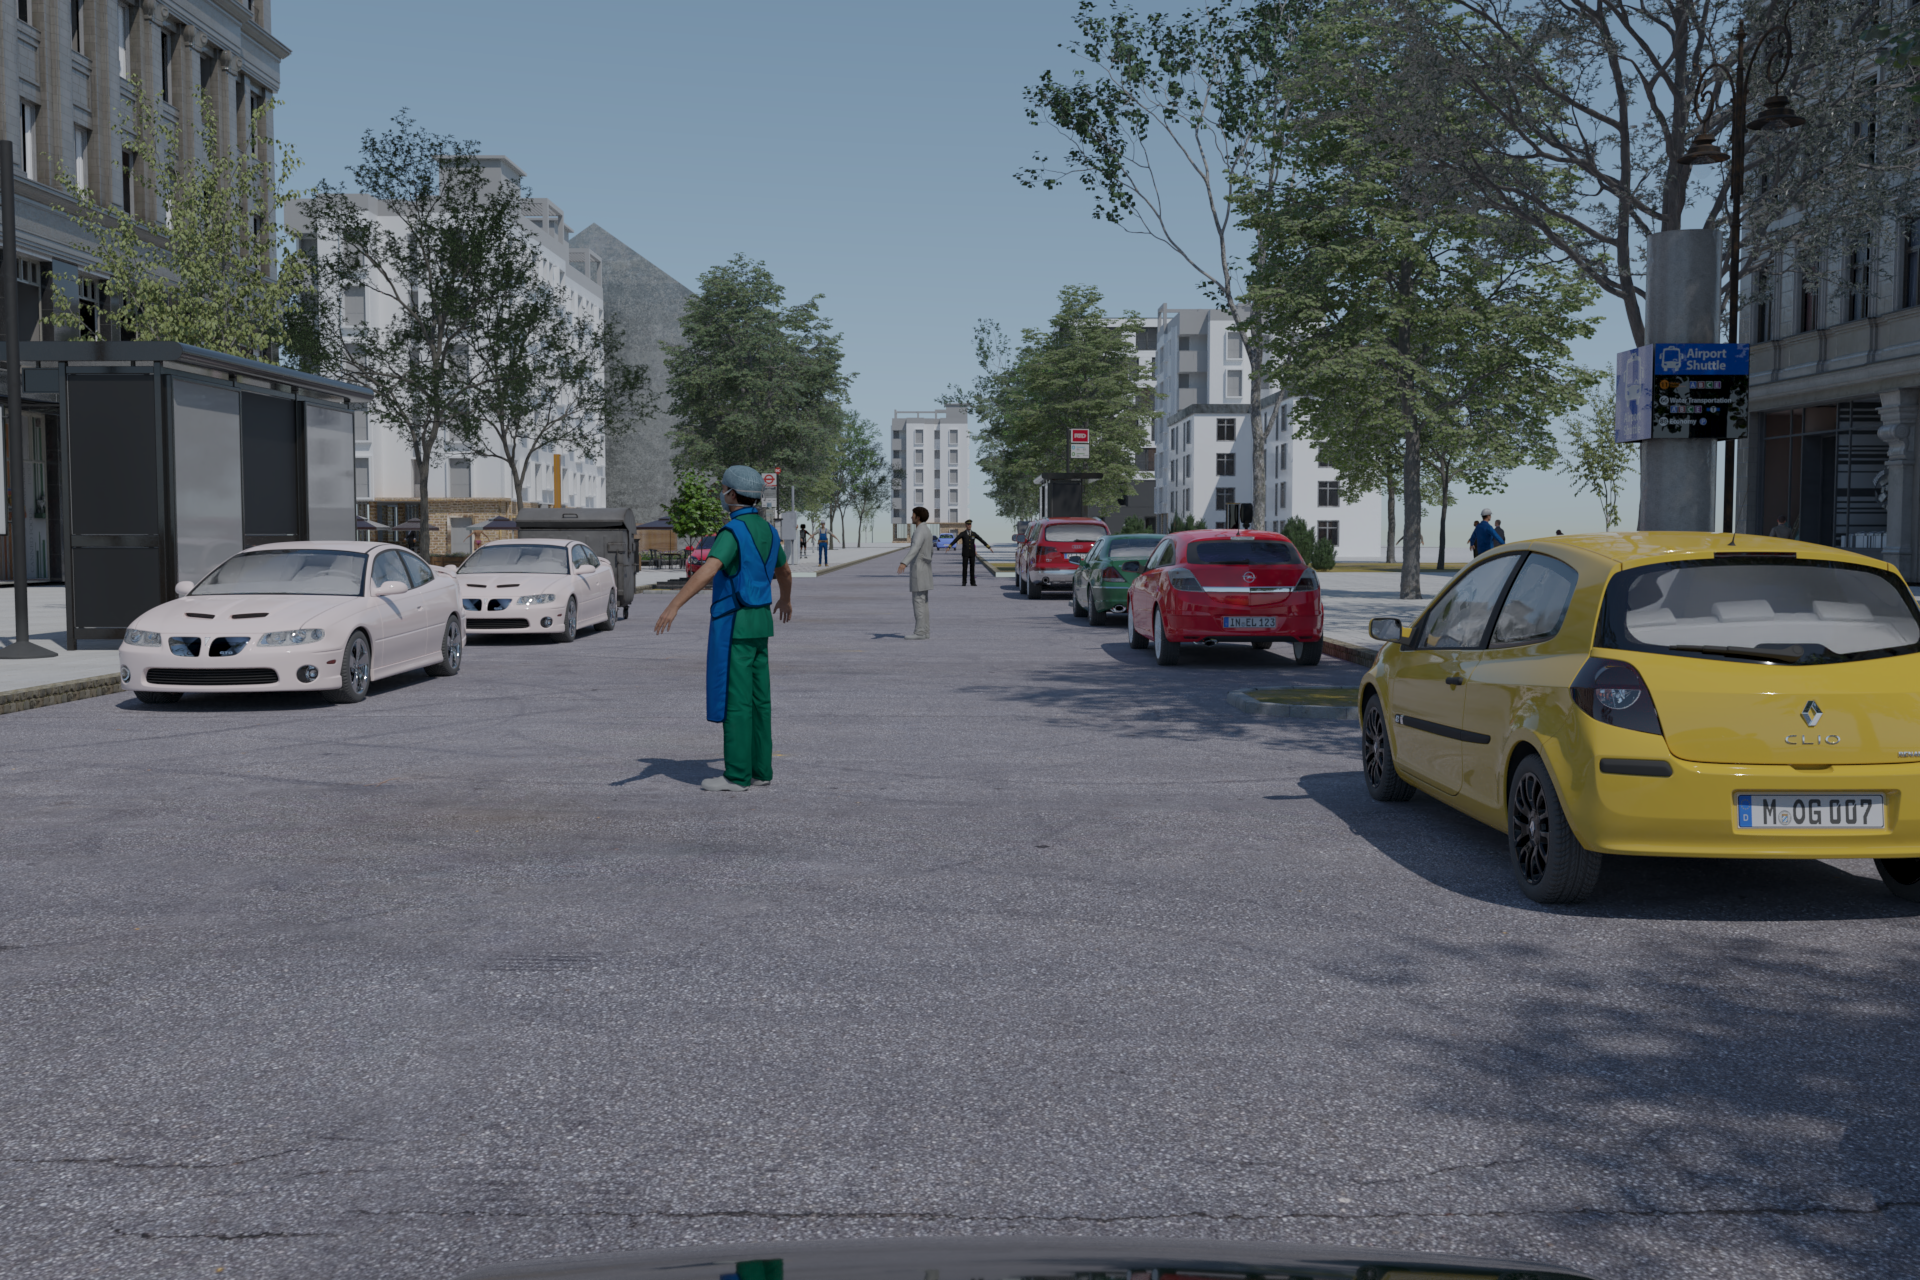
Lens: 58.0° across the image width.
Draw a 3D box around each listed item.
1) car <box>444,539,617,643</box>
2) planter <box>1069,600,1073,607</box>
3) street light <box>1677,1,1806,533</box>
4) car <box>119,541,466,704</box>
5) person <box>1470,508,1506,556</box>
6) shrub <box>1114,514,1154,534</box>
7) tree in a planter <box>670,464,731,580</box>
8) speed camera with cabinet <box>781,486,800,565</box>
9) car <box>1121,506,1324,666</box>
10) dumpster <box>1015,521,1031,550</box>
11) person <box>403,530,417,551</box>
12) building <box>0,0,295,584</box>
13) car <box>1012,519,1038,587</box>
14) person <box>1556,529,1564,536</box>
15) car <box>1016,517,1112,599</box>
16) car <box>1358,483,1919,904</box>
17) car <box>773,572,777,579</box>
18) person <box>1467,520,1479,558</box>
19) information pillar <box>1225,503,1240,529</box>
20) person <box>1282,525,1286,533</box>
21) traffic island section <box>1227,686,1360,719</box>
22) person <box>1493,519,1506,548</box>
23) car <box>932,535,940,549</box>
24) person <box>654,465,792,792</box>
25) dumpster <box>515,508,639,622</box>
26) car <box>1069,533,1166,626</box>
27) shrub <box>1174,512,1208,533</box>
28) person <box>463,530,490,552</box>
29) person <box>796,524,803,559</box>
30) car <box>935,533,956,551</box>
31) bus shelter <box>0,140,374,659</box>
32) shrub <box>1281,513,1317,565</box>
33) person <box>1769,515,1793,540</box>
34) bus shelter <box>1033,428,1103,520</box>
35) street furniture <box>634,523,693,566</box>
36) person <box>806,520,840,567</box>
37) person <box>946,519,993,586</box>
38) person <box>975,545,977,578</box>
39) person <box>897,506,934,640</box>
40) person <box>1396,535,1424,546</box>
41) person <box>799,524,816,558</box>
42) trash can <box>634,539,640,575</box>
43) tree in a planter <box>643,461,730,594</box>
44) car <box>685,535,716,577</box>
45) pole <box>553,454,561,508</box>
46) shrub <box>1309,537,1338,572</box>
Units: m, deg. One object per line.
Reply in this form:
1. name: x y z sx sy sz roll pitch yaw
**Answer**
1. car: -6.055 -0.733 24.348 2.083 1.381 4.827 0 4 -1
2. planter: 3.188 -0.823 34.601 1.991 0.319 1.994 0 4 -1
3. street light: 7.021 -2.627 15.738 0.468 5.910 1.993 0 4 -1
4. car: -6.021 -0.232 16.156 2.083 1.381 4.827 0 4 0
5. person: 11.499 -1.954 37.820 0.705 1.842 1.347 -1 4 -19
6. shrub: 6.566 -3.772 65.714 1.661 2.075 1.752 0 3 0
7. tree in a planter: -6.637 -2.887 44.432 1.991 3.239 1.994 0 3 0
8. speed camera with cabinet: -7.042 -4.743 71.891 0.660 3.252 2.038 0 4 1
9. car: 3.023 -0.692 20.359 2.155 1.783 4.494 0 4 -1
10. dumpster: 2.774 -2.988 57.072 1.865 1.857 1.264 0 4 -2
11. person: -24.475 -4.304 77.084 0.721 1.740 1.216 -3 5 -40
12. building: -28.364 -16.246 45.218 16.754 29.471 25.880 0 4 -1
13. car: 2.520 -2.261 45.643 2.281 1.827 5.304 0 3 0
14. person: 19.027 -2.776 54.661 0.421 1.427 0.697 -1 4 -15
15. car: 2.461 -1.893 39.629 2.281 1.827 5.304 0 4 -1
16. car: 3.058 0.128 8.138 2.015 1.641 3.980 0 3 0
17. car: -6.579 -2.704 53.809 1.945 1.707 3.694 0 3 0
18. person: 19.694 -3.665 66.142 0.704 1.802 1.346 3 4 36
19. information pillar: 6.447 -2.231 40.970 0.304 2.012 0.304 0 3 0
20. person: 17.358 -5.247 91.913 0.705 1.813 1.348 -3 4 -38
21. traffic island section: 3.273 0.518 14.397 1.991 0.108 1.994 0 4 -1
22. person: 17.458 -3.051 56.473 0.990 1.755 0.434 -2 4 -35
23. car: -2.804 -9.298 164.600 1.945 1.354 3.894 0 3 0
24. person: -1.250 -0.072 9.759 0.704 1.817 1.347 2 4 24
25. dumpster: -6.325 -1.247 28.603 1.865 1.857 1.264 0 3 0
26. car: 2.901 -1.022 28.506 2.131 1.459 4.920 0 4 -1
27. shrub: 7.946 -3.362 59.395 1.690 2.028 1.600 0 3 0
28. person: -21.301 -4.256 76.396 1.217 1.733 0.721 -2 4 -35
29. person: -8.296 -4.997 87.970 0.705 1.796 1.348 -1 4 -22
30. car: -1.167 -8.604 150.265 1.945 1.707 3.694 0 4 -1
31. bus shelter: -9.472 -2.611 20.318 2.179 5.291 8.768 0 4 1
32. shrub: 12.127 -3.563 62.678 1.690 2.028 1.600 0 3 0
33. person: 20.771 -2.283 43.896 0.617 1.759 0.750 1 4 19
34. bus shelter: 3.843 -5.239 63.286 2.179 5.291 8.768 0 4 0
35. street furniture: -14.568 -3.980 71.931 11.010 1.723 9.812 1 4 14
36. person: -5.408 -3.827 68.432 1.347 1.847 0.705 0 4 -7
37. person: 0.246 -2.401 47.656 1.347 1.837 0.705 -1 4 -12
38. person: 0.487 -2.738 56.484 0.599 1.433 0.991 0 4 -3
39. person: -0.569 -0.917 23.631 0.705 1.806 1.347 1 4 14
40. person: 14.443 -2.984 55.547 0.721 1.744 1.215 -2 4 -29
41. person: -8.261 -5.210 91.323 1.345 1.843 0.704 1 4 10
42. trash can: -10.474 -2.642 54.854 0.748 1.137 0.748 0 3 0
43. tree in a planter: -6.568 -2.748 42.156 1.991 3.239 1.994 0 4 0
44. car: -6.453 -2.380 47.956 2.155 1.783 4.494 0 4 0
45. pole: -10.263 -3.081 44.212 0.158 3.312 0.155 0 3 0
46. shrub: 12.408 -2.937 59.130 1.383 1.207 1.383 0 3 0
